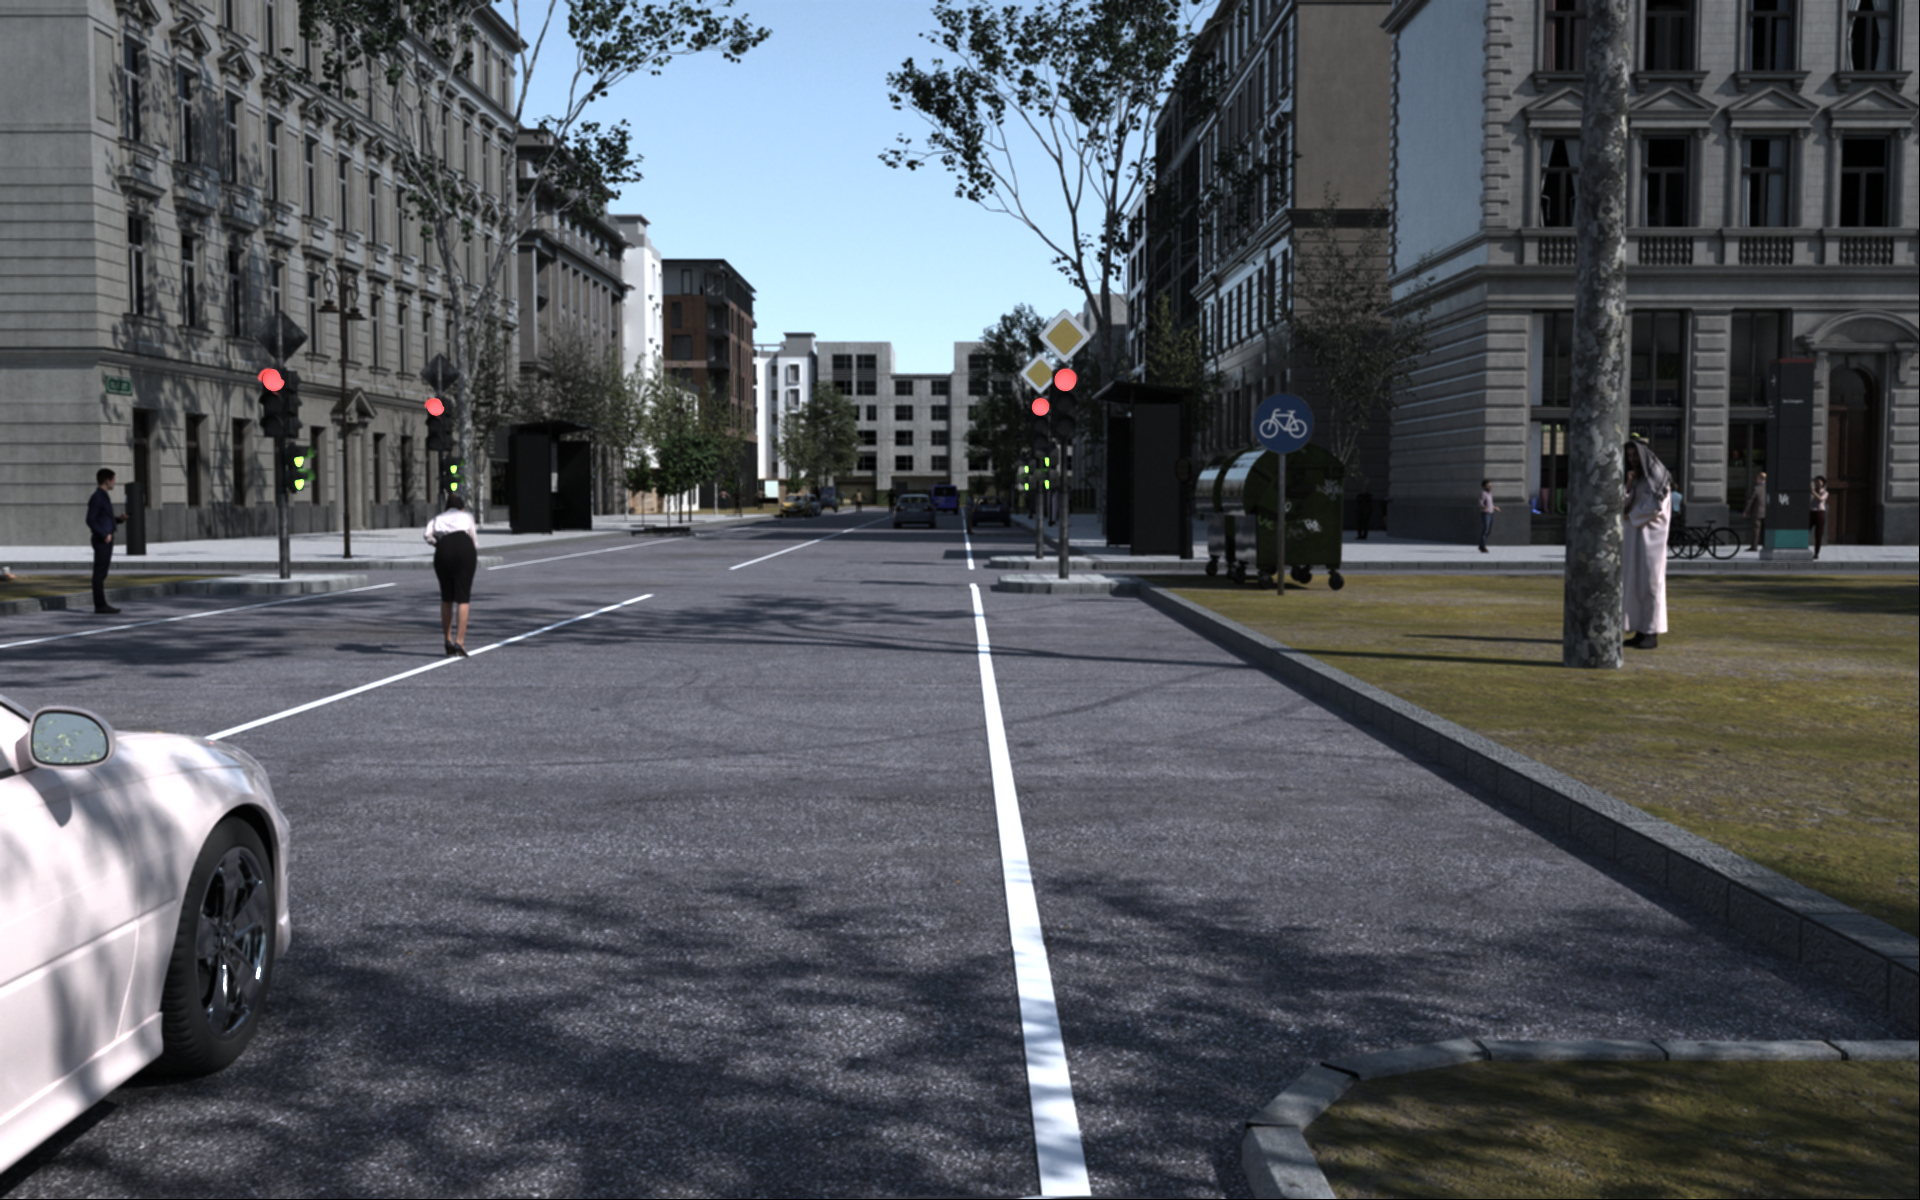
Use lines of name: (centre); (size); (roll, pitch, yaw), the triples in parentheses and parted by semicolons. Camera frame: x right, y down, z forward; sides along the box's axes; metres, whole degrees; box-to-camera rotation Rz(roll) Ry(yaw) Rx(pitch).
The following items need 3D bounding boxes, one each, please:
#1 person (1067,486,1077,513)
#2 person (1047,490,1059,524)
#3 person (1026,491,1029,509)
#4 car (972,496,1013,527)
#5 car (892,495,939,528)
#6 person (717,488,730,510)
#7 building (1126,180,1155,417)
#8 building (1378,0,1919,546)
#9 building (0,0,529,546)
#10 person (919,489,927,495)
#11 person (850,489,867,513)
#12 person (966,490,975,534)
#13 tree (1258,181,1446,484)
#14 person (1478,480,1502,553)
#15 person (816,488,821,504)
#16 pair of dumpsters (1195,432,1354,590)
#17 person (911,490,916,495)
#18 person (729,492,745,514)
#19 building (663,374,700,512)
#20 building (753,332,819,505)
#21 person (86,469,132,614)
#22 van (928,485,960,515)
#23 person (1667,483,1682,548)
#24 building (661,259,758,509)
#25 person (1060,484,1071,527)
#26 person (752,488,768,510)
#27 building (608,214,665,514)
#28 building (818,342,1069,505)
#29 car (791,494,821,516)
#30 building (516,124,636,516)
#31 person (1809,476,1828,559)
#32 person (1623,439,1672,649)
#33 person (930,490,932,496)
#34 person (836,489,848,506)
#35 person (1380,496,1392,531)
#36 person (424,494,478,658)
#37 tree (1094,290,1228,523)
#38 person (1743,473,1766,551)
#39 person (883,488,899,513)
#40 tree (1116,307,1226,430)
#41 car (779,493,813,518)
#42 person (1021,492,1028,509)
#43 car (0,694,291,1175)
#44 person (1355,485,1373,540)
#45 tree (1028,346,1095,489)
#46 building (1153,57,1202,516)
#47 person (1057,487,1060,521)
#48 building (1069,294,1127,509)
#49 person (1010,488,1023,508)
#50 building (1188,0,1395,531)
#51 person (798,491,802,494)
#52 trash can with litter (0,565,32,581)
person: (7.367, -6.762, 116.590); (1.348, 1.826, 0.705); (-2, 4, -32)
person: (3.953, -4.075, 73.333); (0.551, 1.740, 0.621); (0, 4, -3)
person: (5.898, -8.539, 146.189); (0.750, 1.759, 0.617); (3, 4, 37)
car: (1.367, -3.922, 76.698); (1.945, 1.354, 3.894); (0, 4, 1)
car: (-1.899, -3.756, 73.408); (2.014, 1.417, 4.499); (0, 4, 0)
person: (-18.756, -7.994, 137.448); (1.217, 1.736, 0.721); (0, 4, 2)
building: (26.131, -17.451, 129.300); (27.936, 21.610, 32.646); (0, 3, 0)
building: (22.134, -13.334, 46.887); (19.941, 23.489, 11.050); (0, 3, 0)
building: (-28.911, -17.530, 63.038); (17.030, 29.872, 44.131); (0, 3, 0)
person: (-2.675, -7.242, 126.923); (1.348, 1.823, 0.705); (-1, 4, -13)
person: (-7.861, -7.682, 134.195); (1.348, 1.812, 0.705); (-1, 4, -17)
person: (0.376, -3.147, 62.013); (0.319, 1.574, 0.516); (0, 4, -6)
tree: (9.364, -5.581, 41.610); (4.360, 8.622, 3.978); (0, 3, 0)
person: (11.549, -1.832, 37.951); (0.435, 1.587, 0.963); (2, 4, 30)
person: (-12.642, -9.247, 156.865); (1.348, 1.869, 0.705); (2, 4, 30)
pair of dumpsters: (4.488, -1.382, 25.088); (1.574, 2.255, 4.436); (0, 3, 0)
person: (-4.618, -9.839, 169.385); (1.348, 1.822, 0.705); (3, 4, 38)
person: (-14.695, -6.585, 114.226); (1.217, 1.766, 0.721); (2, 4, 29)
building: (-24.823, -11.806, 135.171); (9.099, 9.664, 28.070); (0, 3, 0)
building: (-22.683, -21.562, 208.961); (11.380, 20.091, 16.016); (0, 3, 0)
person: (-10.254, -0.713, 20.864); (0.504, 1.737, 0.576); (-2, 4, -29)
van: (-1.094, -7.146, 121.226); (2.240, 2.365, 5.245); (0, 4, -1)
person: (16.794, -2.000, 40.955); (0.499, 1.552, 0.429); (2, 4, 25)
building: (-36.739, -19.612, 164.630); (32.646, 21.610, 27.936); (0, 3, 0)
person: (4.185, -3.766, 68.558); (0.436, 1.711, 0.756); (0, 4, -3)
person: (-16.547, -8.410, 143.550); (1.348, 1.823, 0.705); (-2, 4, -25)
building: (-28.026, -15.825, 115.164); (16.016, 20.091, 11.380); (0, 3, 0)
building: (-0.715, -20.969, 209.295); (31.486, 18.905, 16.747); (0, 3, 0)
car: (-10.152, -6.251, 114.209); (2.014, 1.417, 4.499); (0, 4, 0)
building: (-26.979, -15.628, 97.311); (13.314, 21.916, 24.055); (0, 3, 0)
person: (16.795, -1.628, 34.113); (0.566, 1.644, 0.517); (0, 4, -1)
person: (5.733, -0.483, 14.601); (0.621, 1.740, 0.551); (-3, 5, -44)
person: (-2.463, -8.429, 146.454); (0.705, 1.807, 1.348); (-2, 4, -28)
person: (-12.737, -11.029, 186.444); (1.350, 1.814, 0.705); (1, 4, 21)
person: (14.758, -3.068, 59.439); (0.697, 1.427, 0.421); (0, 4, -4)
person: (-4.467, -0.227, 15.393); (0.628, 1.438, 0.799); (-3, 5, -45)
tree: (7.767, -6.826, 61.974); (4.737, 8.622, 4.395); (0, 3, 0)
person: (17.897, -1.973, 38.854); (0.990, 1.755, 0.434); (-1, 4, -23)
person: (-5.234, -7.550, 131.574); (1.348, 1.869, 0.705); (-2, 4, -24)
tree: (8.207, -7.166, 67.533); (4.360, 8.622, 3.978); (0, 3, 0)
car: (-10.041, -5.866, 106.140); (2.015, 1.641, 3.980); (0, 4, 1)
person: (5.639, -8.693, 151.362); (0.799, 1.438, 0.628); (1, 4, 17)
car: (-2.685, 0.582, 2.842); (2.083, 1.381, 4.827); (0, 4, -2)
person: (11.397, -2.478, 48.831); (0.482, 1.546, 0.388); (3, 4, 36)
tree: (6.402, -7.789, 77.709); (4.737, 8.622, 4.395); (0, 3, 0)
building: (19.042, -18.534, 96.543); (14.314, 27.812, 24.014); (0, 3, 0)
person: (4.600, -4.547, 82.093); (0.593, 1.614, 0.444); (1, 4, 10)
building: (19.833, -18.039, 161.390); (16.747, 18.905, 31.486); (0, 3, 0)
person: (5.156, -9.218, 156.855); (1.348, 1.812, 0.705); (1, 4, 15)
building: (17.251, -16.806, 72.043); (12.463, 27.353, 25.104); (0, 3, 0)
person: (-15.008, -9.467, 160.922); (0.705, 1.812, 1.348); (2, 4, 33)
trash can with litter: (-14.908, -0.878, 25.420); (2.233, 1.210, 1.678); (-2, 4, -28)
